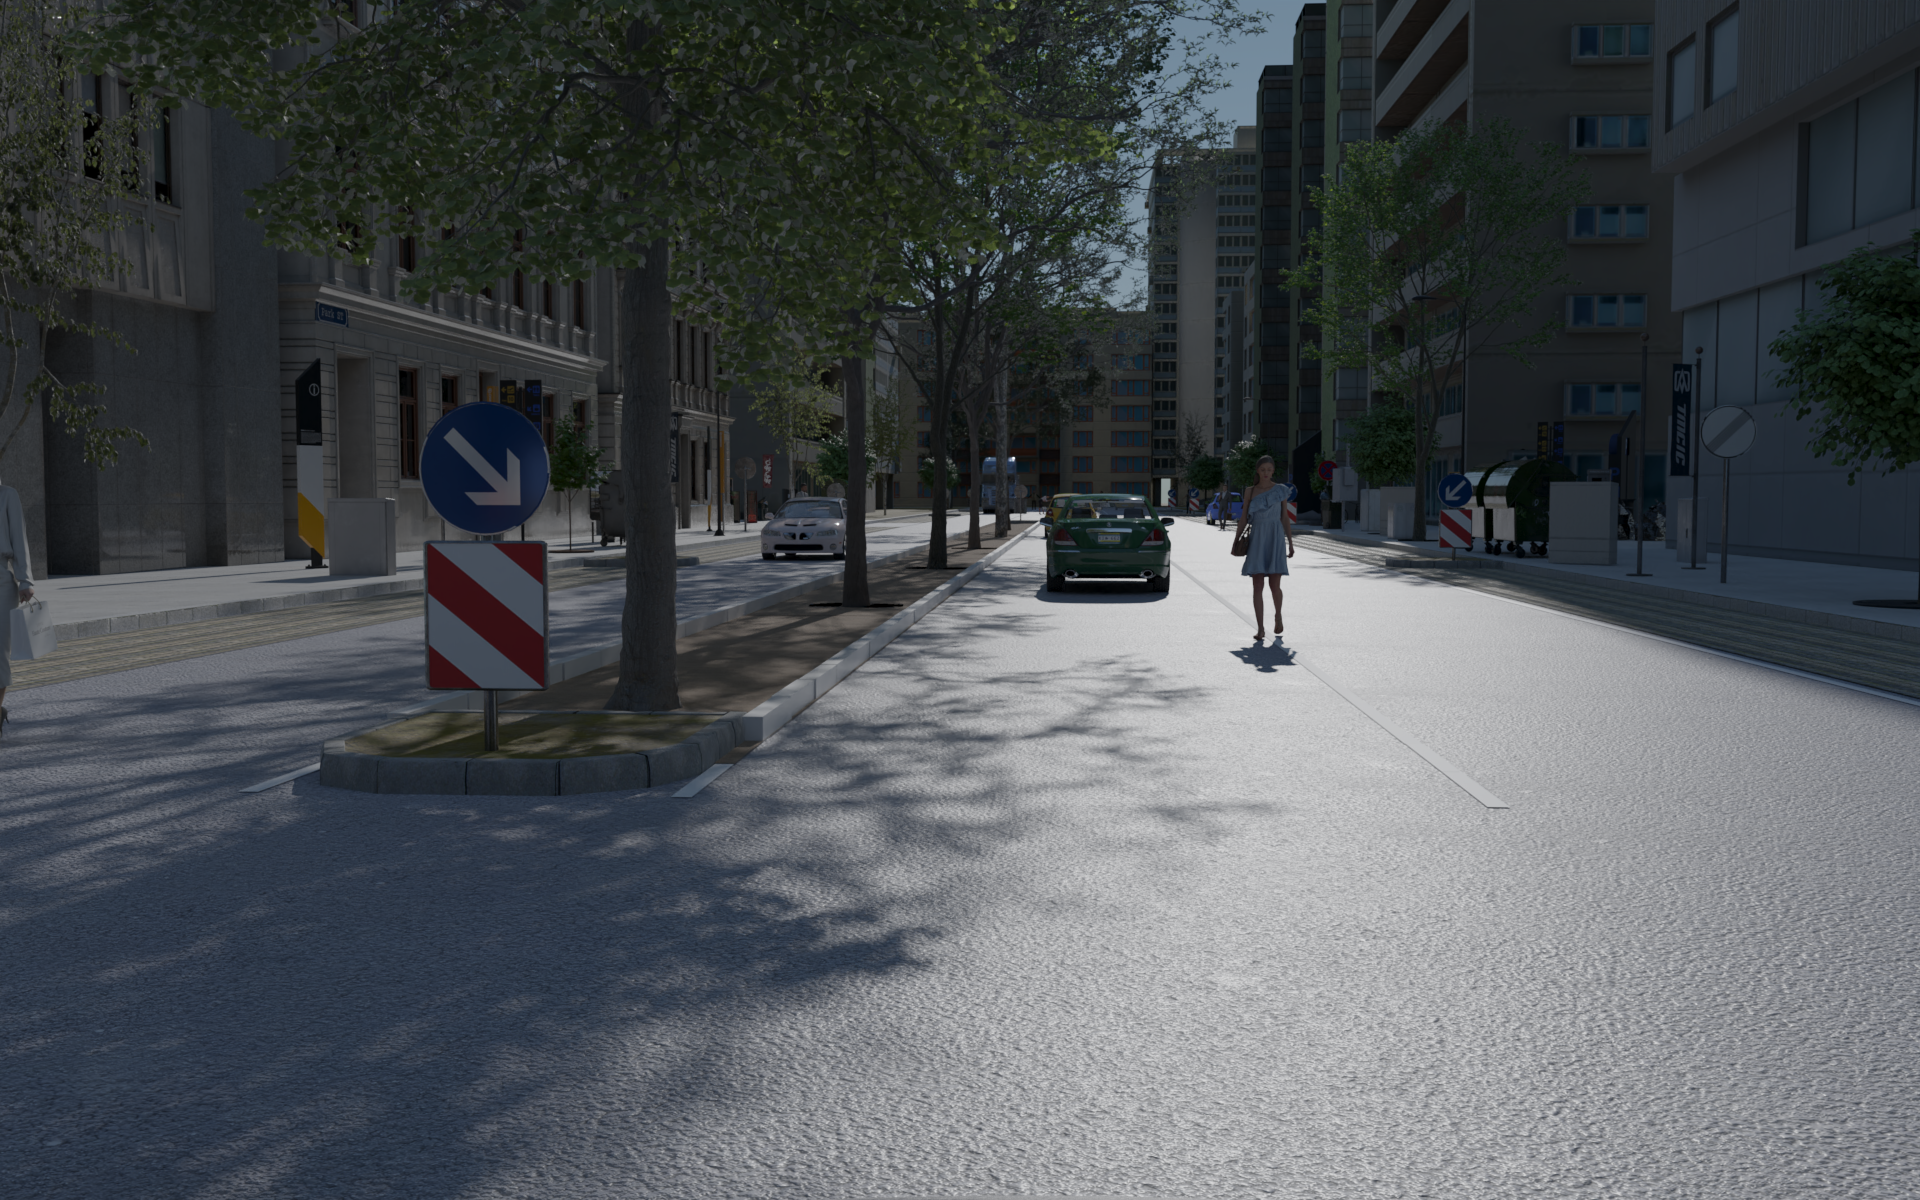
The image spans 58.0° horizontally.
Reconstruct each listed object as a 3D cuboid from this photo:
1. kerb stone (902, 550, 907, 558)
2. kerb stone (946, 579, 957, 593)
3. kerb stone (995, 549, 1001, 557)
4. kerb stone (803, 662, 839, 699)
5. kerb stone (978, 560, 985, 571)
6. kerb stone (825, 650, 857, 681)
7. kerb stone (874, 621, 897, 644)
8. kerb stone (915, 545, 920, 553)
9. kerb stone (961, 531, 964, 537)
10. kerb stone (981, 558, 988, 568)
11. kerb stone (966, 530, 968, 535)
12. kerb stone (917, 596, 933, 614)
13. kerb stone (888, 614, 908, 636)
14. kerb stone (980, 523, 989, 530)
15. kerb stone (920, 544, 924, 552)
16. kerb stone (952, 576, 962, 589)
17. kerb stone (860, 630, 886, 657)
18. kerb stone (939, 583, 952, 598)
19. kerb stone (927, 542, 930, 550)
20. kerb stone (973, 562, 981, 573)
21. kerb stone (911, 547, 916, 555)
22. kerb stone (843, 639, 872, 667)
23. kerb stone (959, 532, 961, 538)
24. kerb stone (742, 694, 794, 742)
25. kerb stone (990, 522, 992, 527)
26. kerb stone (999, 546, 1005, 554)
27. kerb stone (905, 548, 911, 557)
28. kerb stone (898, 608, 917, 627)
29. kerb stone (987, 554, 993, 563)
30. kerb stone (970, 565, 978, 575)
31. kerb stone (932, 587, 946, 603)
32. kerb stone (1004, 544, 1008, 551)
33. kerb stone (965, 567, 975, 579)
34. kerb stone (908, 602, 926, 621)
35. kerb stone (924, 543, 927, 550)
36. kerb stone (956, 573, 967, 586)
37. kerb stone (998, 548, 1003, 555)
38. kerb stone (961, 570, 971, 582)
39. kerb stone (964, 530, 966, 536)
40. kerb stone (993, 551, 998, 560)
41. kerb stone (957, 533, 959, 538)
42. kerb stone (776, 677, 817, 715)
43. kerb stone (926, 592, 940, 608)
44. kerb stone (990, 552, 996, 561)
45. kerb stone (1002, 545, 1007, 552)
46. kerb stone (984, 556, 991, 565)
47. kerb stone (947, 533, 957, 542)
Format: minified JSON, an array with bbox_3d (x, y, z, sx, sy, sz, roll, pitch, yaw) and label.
[{"bbox_3d":[-1.341,-0.978,38.235,0.120,0.150,1.000,0,4,4],"label":"kerb stone"},{"bbox_3d":[-0.171,-0.158,24.794,0.120,0.150,1.000,0,4,4],"label":"kerb stone"},{"bbox_3d":[0.755,-0.973,38.111,0.120,0.150,1.000,0,4,4],"label":"kerb stone"},{"bbox_3d":[-1.024,0.593,12.526,0.120,0.150,1.000,0,4,4],"label":"kerb stone"},{"bbox_3d":[0.329,-0.597,31.954,0.120,0.150,1.000,0,4,4],"label":"kerb stone"},{"bbox_3d":[-0.953,0.529,13.552,0.120,0.150,1.000,0,4,4],"label":"kerb stone"},{"bbox_3d":[-0.740,0.341,16.616,0.120,0.150,1.000,0,4,4],"label":"kerb stone"},{"bbox_3d":[-1.130,-1.169,41.305,0.120,0.150,1.000,0,4,4],"label":"kerb stone"},{"bbox_3d":[-0.054,-2.106,56.669,0.120,0.150,1.000,0,4,4],"label":"kerb stone"},{"bbox_3d":[0.393,-0.658,32.975,0.120,0.150,1.000,0,4,4],"label":"kerb stone"},{"bbox_3d":[0.093,-2.233,58.709,0.120,0.150,1.000,0,4,4],"label":"kerb stone"},{"bbox_3d":[-0.454,0.091,20.702,0.120,0.150,1.000,0,4,4],"label":"kerb stone"},{"bbox_3d":[-0.670,0.280,17.636,0.120,0.150,1.000,0,4,4],"label":"kerb stone"},{"bbox_3d":[1.008,-3.046,71.998,0.120,0.150,1.000,0,4,4],"label":"kerb stone"},{"bbox_3d":[-1.056,-1.226,42.340,0.120,0.150,1.000,0,4,4],"label":"kerb stone"},{"bbox_3d":[-0.103,-0.221,25.814,0.120,0.150,1.000,0,4,4],"label":"kerb stone"},{"bbox_3d":[-0.809,0.404,15.592,0.120,0.150,1.000,0,4,4],"label":"kerb stone"},{"bbox_3d":[-0.246,-0.095,23.774,0.120,0.150,1.000,0,4,4],"label":"kerb stone"},{"bbox_3d":[-0.904,-1.358,44.391,0.120,0.150,1.000,0,4,4],"label":"kerb stone"},{"bbox_3d":[0.249,-0.535,30.935,0.120,0.150,1.000,0,4,4],"label":"kerb stone"},{"bbox_3d":[-1.198,-1.106,40.285,0.120,0.150,1.000,0,4,4],"label":"kerb stone"},{"bbox_3d":[-0.885,0.466,14.572,0.120,0.150,1.000,0,4,4],"label":"kerb stone"},{"bbox_3d":[-0.132,-2.046,55.650,0.120,0.150,1.000,0,4,4],"label":"kerb stone"},{"bbox_3d":[-1.161,0.717,10.486,0.120,0.150,1.000,0,4,4],"label":"kerb stone"},{"bbox_3d":[1.158,-3.171,74.049,0.120,0.150,1.000,0,4,4],"label":"kerb stone"},{"bbox_3d":[0.904,-1.098,40.163,0.120,0.150,1.000,0,4,4],"label":"kerb stone"},{"bbox_3d":[-1.266,-1.043,39.256,0.120,0.150,1.000,0,4,4],"label":"kerb stone"},{"bbox_3d":[-0.603,0.216,18.660,0.120,0.150,1.000,0,4,4],"label":"kerb stone"},{"bbox_3d":[0.533,-0.780,35.028,0.120,0.150,1.000,0,4,4],"label":"kerb stone"},{"bbox_3d":[0.184,-0.471,29.915,0.120,0.150,1.000,0,4,4],"label":"kerb stone"},{"bbox_3d":[-0.311,-0.033,22.742,0.120,0.150,1.000,0,4,4],"label":"kerb stone"},{"bbox_3d":[1.037,-1.224,42.204,0.120,0.150,1.000,0,4,4],"label":"kerb stone"},{"bbox_3d":[0.115,-0.409,28.885,0.120,0.150,1.000,0,4,4],"label":"kerb stone"},{"bbox_3d":[-0.525,0.154,19.683,0.120,0.150,1.000,0,4,4],"label":"kerb stone"},{"bbox_3d":[-0.988,-1.294,43.360,0.120,0.150,1.000,0,4,4],"label":"kerb stone"},{"bbox_3d":[-0.027,-0.284,26.834,0.120,0.150,1.000,0,4,4],"label":"kerb stone"},{"bbox_3d":[0.823,-1.032,39.142,0.120,0.150,1.000,0,4,4],"label":"kerb stone"},{"bbox_3d":[0.042,-0.344,27.854,0.120,0.150,1.000,0,4,4],"label":"kerb stone"},{"bbox_3d":[0.011,-2.168,57.690,0.120,0.150,1.000,0,4,4],"label":"kerb stone"},{"bbox_3d":[0.681,-0.911,37.092,0.120,0.150,1.000,0,4,4],"label":"kerb stone"},{"bbox_3d":[-0.202,-1.983,54.620,0.120,0.150,1.000,0,4,4],"label":"kerb stone"},{"bbox_3d":[-1.105,0.657,11.507,0.120,0.150,1.000,0,4,4],"label":"kerb stone"},{"bbox_3d":[-0.384,0.030,21.723,0.120,0.150,1.000,0,4,4],"label":"kerb stone"},{"bbox_3d":[0.610,-0.848,36.058,0.120,0.150,1.000,0,4,4],"label":"kerb stone"},{"bbox_3d":[0.971,-1.161,41.183,0.120,0.150,1.000,0,4,4],"label":"kerb stone"},{"bbox_3d":[0.468,-0.722,33.998,0.120,0.150,1.000,0,4,4],"label":"kerb stone"},{"bbox_3d":[-0.272,-1.920,53.592,0.120,0.150,1.000,0,4,4],"label":"kerb stone"}]
